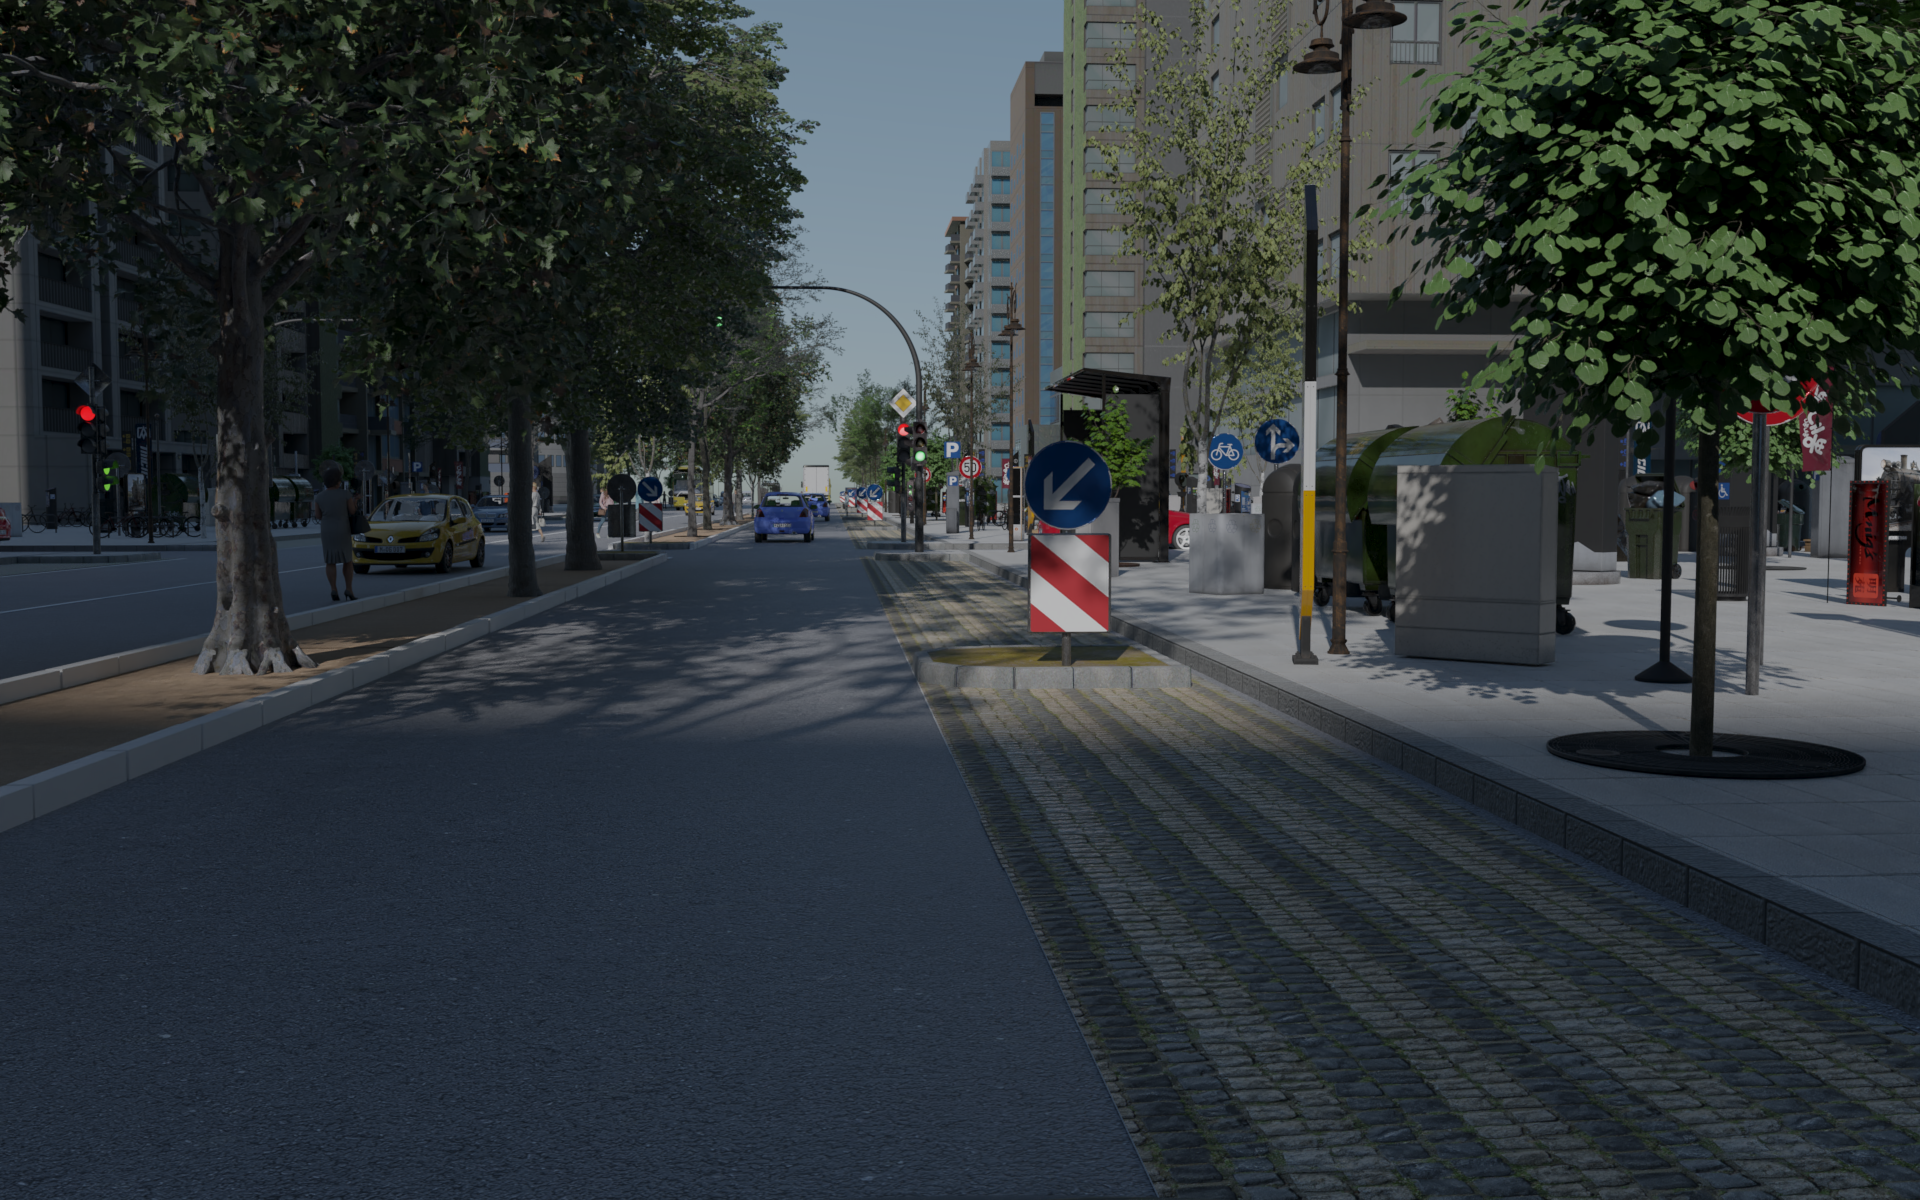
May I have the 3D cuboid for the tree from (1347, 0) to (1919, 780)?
[{"bbox_3d":[3.564,-1.509,8.394,4.285,4.588,4.351,0,3,0],"label":"tree"}]

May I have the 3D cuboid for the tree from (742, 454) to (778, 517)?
[{"bbox_3d":[-12.829,-9.423,106.887,4.360,8.622,3.978,0,3,0],"label":"tree"}]

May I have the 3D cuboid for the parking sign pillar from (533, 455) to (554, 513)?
[{"bbox_3d":[-28.548,-7.953,118.507,1.447,3.967,1.447,0,4,-3],"label":"parking sign pillar"}]

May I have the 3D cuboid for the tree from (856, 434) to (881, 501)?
[{"bbox_3d":[-8.432,-13.836,176.574,4.360,8.622,3.978,0,3,0],"label":"tree"}]

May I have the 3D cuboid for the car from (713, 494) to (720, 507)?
[{"bbox_3d":[-27.217,-10.967,189.092,2.009,1.686,4.222,0,4,-6],"label":"car"}]

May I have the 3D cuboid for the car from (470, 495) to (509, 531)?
[{"bbox_3d":[-17.640,-3.322,66.323,2.014,1.417,4.499,0,4,-3],"label":"car"}]

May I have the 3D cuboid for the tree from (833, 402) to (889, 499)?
[{"bbox_3d":[-12.277,-18.086,213.840,7.486,12.596,7.792,0,3,0],"label":"tree"}]

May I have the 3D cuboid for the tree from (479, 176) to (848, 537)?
[{"bbox_3d":[-8.934,-8.833,57.245,12.009,13.543,11.850,0,3,0],"label":"tree"}]

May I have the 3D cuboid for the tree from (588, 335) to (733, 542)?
[{"bbox_3d":[-8.811,-5.848,48.438,4.737,8.622,4.395,0,3,0],"label":"tree"}]

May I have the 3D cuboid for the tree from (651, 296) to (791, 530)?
[{"bbox_3d":[-10.213,-8.609,68.964,9.928,11.665,9.643,0,3,0],"label":"tree"}]

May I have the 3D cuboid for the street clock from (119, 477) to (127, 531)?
[{"bbox_3d":[-29.062,-3.405,60.241,0.471,2.002,0.358,-2,4,-34],"label":"street clock"}]

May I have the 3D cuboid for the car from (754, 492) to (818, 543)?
[{"bbox_3d":[-5.298,-2.623,52.484,1.945,1.707,3.694,0,4,-3],"label":"car"}]

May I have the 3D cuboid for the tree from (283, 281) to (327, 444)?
[{"bbox_3d":[-22.586,-6.446,55.752,4.360,8.622,3.978,0,3,0],"label":"tree"}]

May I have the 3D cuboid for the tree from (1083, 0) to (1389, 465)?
[{"bbox_3d":[3.638,-4.527,24.386,4.737,8.622,4.395,0,3,0],"label":"tree"}]

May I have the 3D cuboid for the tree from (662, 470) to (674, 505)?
[{"bbox_3d":[-33.905,-13.695,207.624,4.285,4.588,4.351,0,3,0],"label":"tree"}]

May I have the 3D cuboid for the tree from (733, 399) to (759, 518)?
[{"bbox_3d":[-11.625,-8.188,86.695,4.737,8.622,4.395,0,3,0],"label":"tree"}]

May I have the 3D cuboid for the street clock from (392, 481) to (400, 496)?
[{"bbox_3d":[-32.188,-5.766,98.847,0.471,2.002,0.358,3,5,40],"label":"street clock"}]

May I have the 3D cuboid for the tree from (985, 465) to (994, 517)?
[{"bbox_3d":[1.183,-6.286,97.377,1.663,3.219,1.824,0,3,0],"label":"tree"}]

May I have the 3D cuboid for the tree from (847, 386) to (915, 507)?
[{"bbox_3d":[-7.291,-14.706,166.200,9.928,11.665,9.643,0,3,0],"label":"tree"}]

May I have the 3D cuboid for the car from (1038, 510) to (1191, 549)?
[{"bbox_3d":[4.188,-2.082,43.088,4.494,1.783,2.155,0,4,-5],"label":"car"}]

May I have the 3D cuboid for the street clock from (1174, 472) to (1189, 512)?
[{"bbox_3d":[7.406,-3.257,57.827,0.471,2.002,0.358,-2,4,-32],"label":"street clock"}]

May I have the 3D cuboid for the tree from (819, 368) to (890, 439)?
[{"bbox_3d":[-15.428,-24.942,263.687,12.611,20.169,13.585,0,3,0],"label":"tree"}]

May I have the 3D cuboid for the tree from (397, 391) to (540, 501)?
[{"bbox_3d":[-24.153,-9.230,85.324,7.601,10.594,8.767,0,4,-6],"label":"tree"}]

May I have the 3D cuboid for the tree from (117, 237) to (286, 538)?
[{"bbox_3d":[-21.828,-6.075,49.681,4.360,8.622,3.978,0,3,0],"label":"tree"}]

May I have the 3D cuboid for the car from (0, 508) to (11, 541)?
[{"bbox_3d":[-25.394,-1.999,41.723,4.494,1.783,2.155,0,4,-4],"label":"car"}]

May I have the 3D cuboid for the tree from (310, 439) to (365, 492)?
[{"bbox_3d":[-36.666,-7.271,102.590,4.285,4.588,4.351,0,3,0],"label":"tree"}]

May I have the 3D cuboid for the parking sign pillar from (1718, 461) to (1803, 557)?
[{"bbox_3d":[16.410,-2.912,36.088,1.447,3.967,1.447,-1,4,-21],"label":"parking sign pillar"}]

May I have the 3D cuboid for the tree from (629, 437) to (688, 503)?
[{"bbox_3d":[-31.253,-15.012,179.864,8.767,10.594,7.601,-1,4,-14],"label":"tree"}]

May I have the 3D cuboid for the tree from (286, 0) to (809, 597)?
[{"bbox_3d":[-5.945,-6.283,23.320,7.486,12.596,7.792,0,3,0],"label":"tree"}]

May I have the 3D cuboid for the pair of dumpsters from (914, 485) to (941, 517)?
[{"bbox_3d":[-1.830,-5.824,97.722,1.574,2.255,4.437,0,4,-4],"label":"pair of dumpsters"}]

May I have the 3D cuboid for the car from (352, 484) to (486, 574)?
[{"bbox_3d":[-10.131,-1.360,32.456,2.015,1.641,3.980,0,4,-2],"label":"car"}]

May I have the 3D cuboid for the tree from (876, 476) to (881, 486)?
[{"bbox_3d":[-6.757,-9.884,156.199,1.663,3.219,1.824,0,3,0],"label":"tree"}]

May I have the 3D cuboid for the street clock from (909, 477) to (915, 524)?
[{"bbox_3d":[-2.085,-4.315,75.128,0.358,2.002,0.471,0,4,-4],"label":"street clock"}]

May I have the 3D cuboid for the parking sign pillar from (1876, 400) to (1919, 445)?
[{"bbox_3d":[26.941,-3.755,49.869,1.447,3.967,1.447,-1,4,-19],"label":"parking sign pillar"}]

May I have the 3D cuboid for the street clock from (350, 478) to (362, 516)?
[{"bbox_3d":[-26.700,-4.406,76.604,0.471,2.002,0.358,1,4,22],"label":"street clock"}]

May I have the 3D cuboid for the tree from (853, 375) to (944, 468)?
[{"bbox_3d":[-4.903,-12.272,135.054,7.601,10.594,8.767,1,4,15],"label":"tree"}]

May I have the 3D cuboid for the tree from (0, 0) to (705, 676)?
[{"bbox_3d":[-5.767,-5.756,13.583,9.611,12.733,9.660,0,3,0],"label":"tree"}]

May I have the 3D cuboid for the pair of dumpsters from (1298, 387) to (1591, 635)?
[{"bbox_3d":[4.811,-0.930,17.704,1.574,2.255,4.437,0,4,-4],"label":"pair of dumpsters"}]

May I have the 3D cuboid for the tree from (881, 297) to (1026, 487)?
[{"bbox_3d":[0.017,-6.984,64.544,4.360,8.622,3.978,0,3,0],"label":"tree"}]

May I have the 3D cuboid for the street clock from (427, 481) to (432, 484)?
[{"bbox_3d":[-29.394,-5.566,95.581,0.358,2.002,0.471,2,4,34],"label":"street clock"}]

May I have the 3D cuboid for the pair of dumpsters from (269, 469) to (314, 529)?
[{"bbox_3d":[-25.622,-3.818,64.914,1.574,2.255,4.437,0,4,-4],"label":"pair of dumpsters"}]

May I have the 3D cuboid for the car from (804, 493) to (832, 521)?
[{"bbox_3d":[-7.780,-5.044,92.061,1.945,1.707,3.694,0,4,-3],"label":"car"}]

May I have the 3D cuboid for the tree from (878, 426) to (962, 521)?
[{"bbox_3d":[-1.167,-6.090,83.291,4.285,4.588,4.351,0,3,0],"label":"tree"}]

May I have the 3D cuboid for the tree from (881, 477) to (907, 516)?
[{"bbox_3d":[-3.354,-6.514,101.111,1.663,3.219,1.824,0,3,0],"label":"tree"}]

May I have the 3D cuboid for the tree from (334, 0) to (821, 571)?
[{"bbox_3d":[-7.061,-7.514,31.973,9.857,13.997,8.962,0,3,0],"label":"tree"}]

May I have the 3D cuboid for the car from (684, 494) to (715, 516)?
[{"bbox_3d":[-17.460,-6.483,116.224,2.015,1.641,3.980,0,4,-3],"label":"car"}]

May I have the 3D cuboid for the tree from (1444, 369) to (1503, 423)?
[{"bbox_3d":[7.874,-1.991,27.149,1.663,3.219,1.824,0,3,0],"label":"tree"}]

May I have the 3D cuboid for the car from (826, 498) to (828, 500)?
[{"bbox_3d":[-12.970,-9.077,157.997,1.945,1.707,3.694,0,4,-6],"label":"car"}]

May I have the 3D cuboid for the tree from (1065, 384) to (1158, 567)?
[{"bbox_3d":[2.776,-2.201,30.592,1.663,3.219,1.824,0,3,0],"label":"tree"}]

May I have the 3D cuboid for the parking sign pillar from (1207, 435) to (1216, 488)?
[{"bbox_3d":[11.303,-5.516,78.651,1.447,3.967,1.447,1,4,16],"label":"parking sign pillar"}]

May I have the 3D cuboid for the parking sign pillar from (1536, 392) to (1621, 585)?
[{"bbox_3d":[8.810,-2.234,25.004,1.447,3.967,1.447,-3,5,-41],"label":"parking sign pillar"}]

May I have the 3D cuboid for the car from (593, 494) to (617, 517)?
[{"bbox_3d":[-19.596,-5.027,93.988,2.131,1.459,4.920,0,4,-6],"label":"car"}]
